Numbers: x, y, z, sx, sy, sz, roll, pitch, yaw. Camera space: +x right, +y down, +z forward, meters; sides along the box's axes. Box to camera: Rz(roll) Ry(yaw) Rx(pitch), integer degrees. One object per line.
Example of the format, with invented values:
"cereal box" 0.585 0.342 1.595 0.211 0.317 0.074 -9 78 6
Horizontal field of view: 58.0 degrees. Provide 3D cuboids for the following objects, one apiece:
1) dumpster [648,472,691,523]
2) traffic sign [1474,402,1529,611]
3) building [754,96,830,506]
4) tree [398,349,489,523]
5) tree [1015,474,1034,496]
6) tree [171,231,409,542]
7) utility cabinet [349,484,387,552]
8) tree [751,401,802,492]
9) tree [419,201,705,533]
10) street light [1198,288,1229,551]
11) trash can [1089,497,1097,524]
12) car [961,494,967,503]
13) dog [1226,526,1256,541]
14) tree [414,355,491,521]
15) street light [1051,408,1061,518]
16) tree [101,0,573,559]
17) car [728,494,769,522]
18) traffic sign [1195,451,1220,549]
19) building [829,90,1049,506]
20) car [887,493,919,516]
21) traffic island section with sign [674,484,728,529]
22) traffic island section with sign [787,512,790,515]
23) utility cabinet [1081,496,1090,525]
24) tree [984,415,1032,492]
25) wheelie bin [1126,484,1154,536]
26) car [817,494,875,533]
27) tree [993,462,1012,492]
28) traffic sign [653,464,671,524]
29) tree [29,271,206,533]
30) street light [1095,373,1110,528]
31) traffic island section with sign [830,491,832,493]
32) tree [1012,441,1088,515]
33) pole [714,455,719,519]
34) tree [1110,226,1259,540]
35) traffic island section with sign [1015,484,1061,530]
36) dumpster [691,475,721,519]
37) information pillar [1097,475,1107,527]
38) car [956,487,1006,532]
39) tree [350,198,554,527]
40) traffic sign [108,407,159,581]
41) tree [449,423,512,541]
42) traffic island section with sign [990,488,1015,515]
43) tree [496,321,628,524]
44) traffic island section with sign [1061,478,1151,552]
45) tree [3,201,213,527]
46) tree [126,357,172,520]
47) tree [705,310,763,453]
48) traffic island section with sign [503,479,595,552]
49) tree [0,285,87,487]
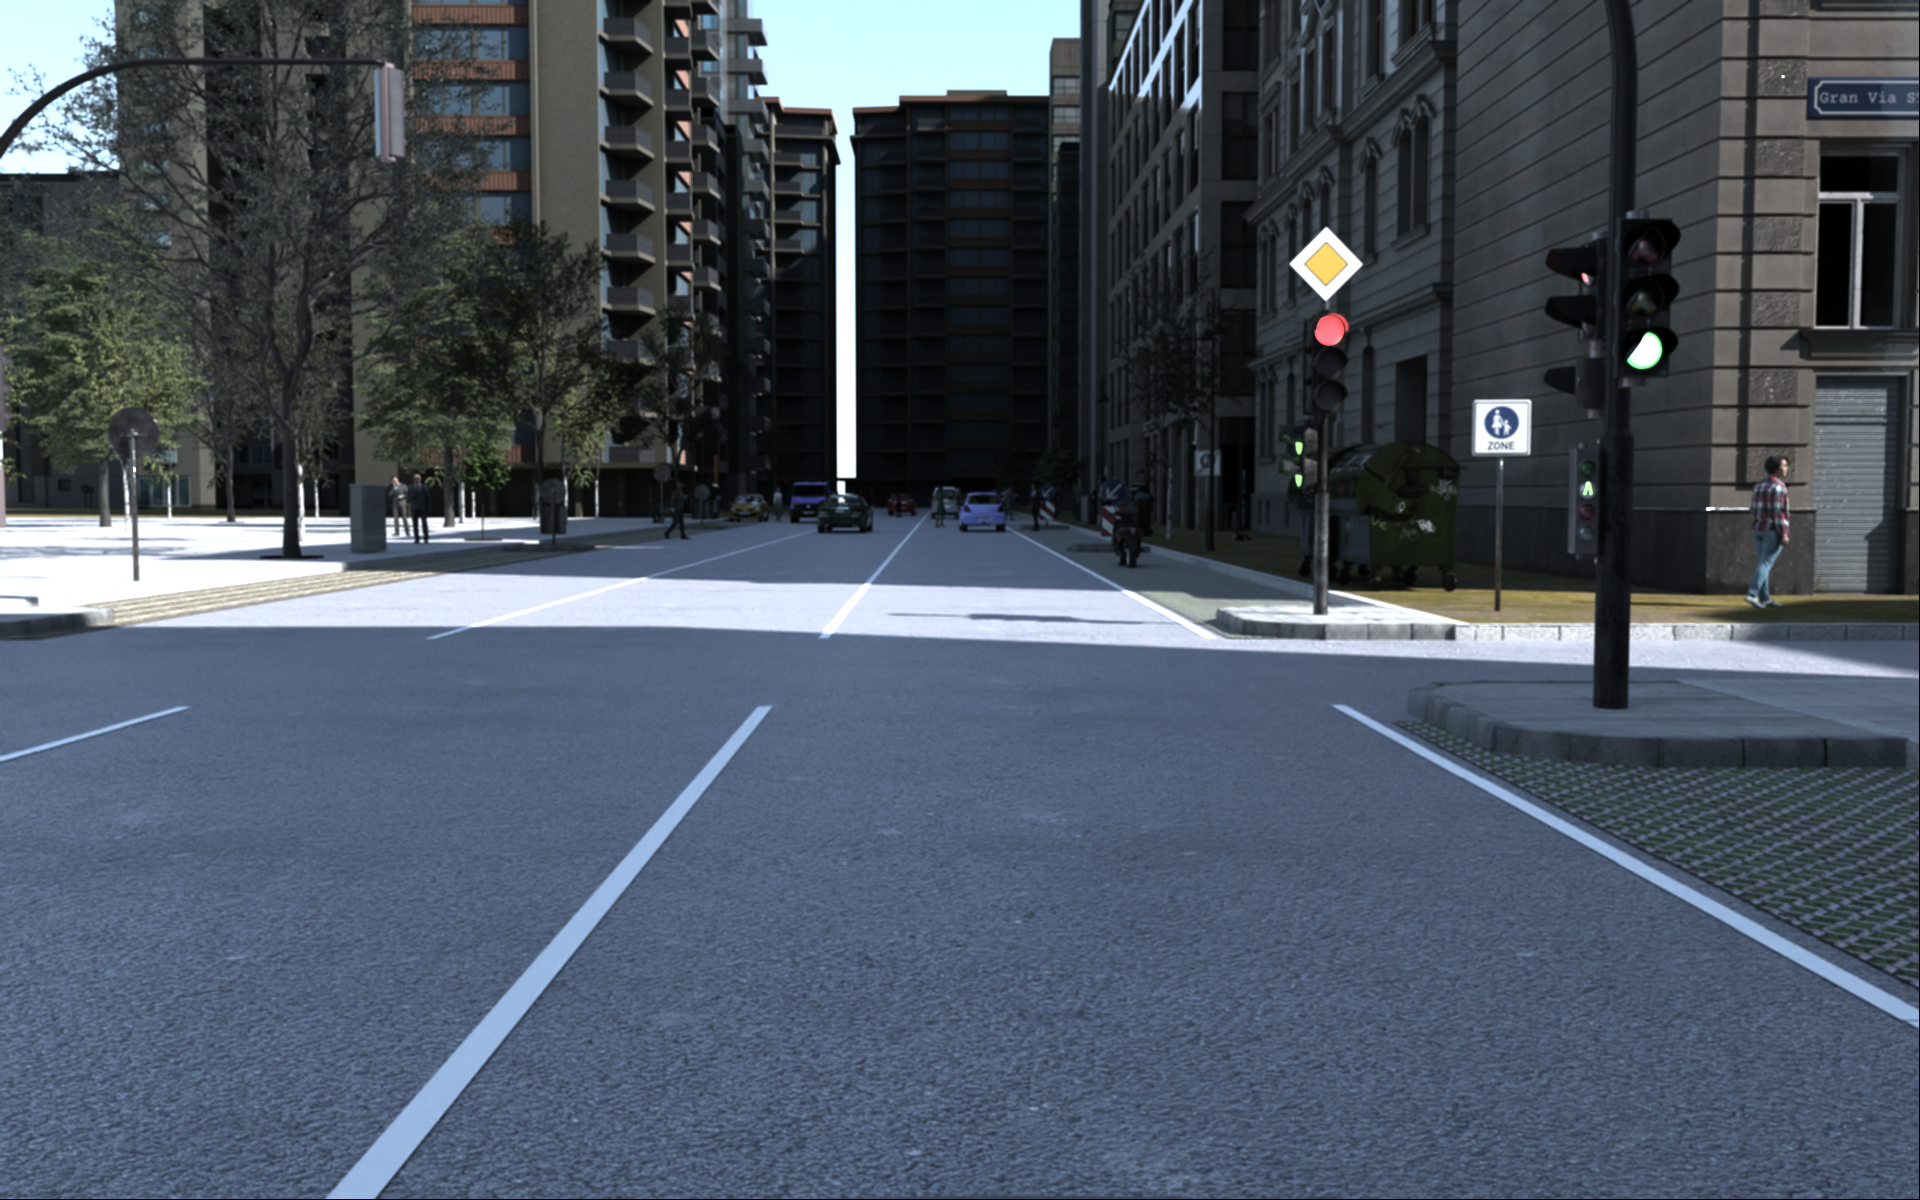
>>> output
"dumpster" -12.976 -4.548 76.848 1.502 2.255 1.985 0 4 -1
"traffic sign" 5.889 -1.026 18.908 0.606 2.300 0.079 1 4 9
"building" -27.916 -32.805 190.983 28.867 44.769 22.147 0 4 -1
"tree" -22.202 -7.695 76.175 4.737 8.622 4.395 0 3 0
"tree" 5.702 -9.778 154.466 1.663 3.219 1.824 0 3 0
"tree" -17.878 -5.864 46.242 4.360 8.622 3.978 0 3 0
"utility cabinet" -12.981 -1.795 38.029 0.318 1.500 1.173 0 4 5
"tree" -14.420 -11.369 136.246 4.360 8.622 3.978 0 3 0
"tree" -13.894 -7.449 56.211 7.601 10.594 8.767 -3 4 -37
"street light" 5.686 -4.050 39.007 0.468 5.910 1.993 0 4 -1
"trash can" 5.695 -3.874 74.990 0.748 1.137 0.748 0 3 0
"car" 0.148 -8.425 149.748 2.014 1.417 4.499 0 3 0
"dog" 7.681 -1.807 47.276 0.550 0.427 0.748 -3 5 -43
"tree" -23.690 -8.019 81.478 4.360 8.622 3.978 0 3 0
"street light" 5.163 -7.352 92.985 0.468 5.910 1.993 0 4 -1
"tree" -13.358 -7.563 34.029 12.009 13.543 11.850 0 3 0
"car" -10.926 -4.861 89.709 2.015 1.641 3.980 0 4 0
"traffic sign" 5.797 -2.353 40.606 0.606 2.300 0.079 0 4 6
"building" 1.090 -32.781 190.592 28.867 44.769 22.147 0 4 -1
"car" -3.878 -6.608 117.080 2.155 1.783 4.494 0 4 1
"traffic island section with sign" -10.523 -3.791 70.603 1.989 1.847 2.006 0 4 -1
"traffic island section with sign" -10.976 -6.846 120.563 1.989 1.847 2.006 0 4 -1
"utility cabinet" 5.212 -3.726 72.085 0.306 1.237 1.020 0 4 8
"tree" 4.623 -12.847 160.417 4.360 8.622 3.978 0 3 0
"wheelie bin" 5.522 -2.769 53.177 0.693 1.594 0.980 -2 4 -31
"car" -4.329 -3.289 65.575 2.131 1.459 4.920 0 4 1
"tree" 4.669 -11.135 165.766 4.285 4.588 4.351 0 3 0
"traffic sign" -12.771 -4.536 74.267 0.768 2.556 0.104 0 4 3
"tree" -27.538 -6.540 57.299 4.737 8.622 4.395 0 3 0
"street light" 5.440 -5.713 66.202 0.468 5.910 1.993 0 4 -1
"traffic island section with sign" -11.207 -8.495 147.518 1.989 1.847 2.006 0 4 -1
"tree" 6.141 -7.516 106.600 4.285 4.588 4.351 0 3 0
"pole" -12.696 -5.902 90.346 0.158 3.312 0.155 0 3 0
"tree" 6.062 -6.016 48.727 4.360 8.622 3.978 0 3 0
"traffic island section with sign" 3.394 -3.782 70.455 1.989 1.847 2.006 0 4 -1
"dumpster" -13.041 -5.250 88.329 1.502 2.255 1.985 0 4 -1
"information pillar" 5.545 -3.856 67.530 0.304 2.012 0.304 -1 4 -13
"car" 0.845 -3.515 67.061 1.945 1.707 3.694 0 4 -2
"tree" -19.301 -9.080 66.579 7.486 12.596 7.792 0 3 0
"traffic sign" -12.141 -1.550 25.455 0.768 2.556 0.104 0 4 3
"tree" -13.263 -3.243 47.622 1.663 3.219 1.824 0 3 0
"traffic island section with sign" 2.959 -6.823 120.186 1.989 1.847 2.006 0 4 -1
"tree" -16.605 -7.549 73.792 4.737 8.622 4.395 0 3 0
"traffic island section with sign" 3.648 -2.110 43.131 1.989 1.847 2.006 0 4 -1
"tree" -32.834 -9.087 66.707 7.486 12.596 7.792 0 3 0
"tree" -39.452 -8.274 85.639 4.360 8.622 3.978 0 3 0
"tree" -13.547 -9.013 81.767 8.767 10.594 7.601 0 4 -7
"traffic island section with sign" -10.282 -2.136 43.556 1.989 1.847 2.006 0 4 -1
"tree" -33.323 -6.638 58.886 4.737 8.622 4.395 0 3 0
